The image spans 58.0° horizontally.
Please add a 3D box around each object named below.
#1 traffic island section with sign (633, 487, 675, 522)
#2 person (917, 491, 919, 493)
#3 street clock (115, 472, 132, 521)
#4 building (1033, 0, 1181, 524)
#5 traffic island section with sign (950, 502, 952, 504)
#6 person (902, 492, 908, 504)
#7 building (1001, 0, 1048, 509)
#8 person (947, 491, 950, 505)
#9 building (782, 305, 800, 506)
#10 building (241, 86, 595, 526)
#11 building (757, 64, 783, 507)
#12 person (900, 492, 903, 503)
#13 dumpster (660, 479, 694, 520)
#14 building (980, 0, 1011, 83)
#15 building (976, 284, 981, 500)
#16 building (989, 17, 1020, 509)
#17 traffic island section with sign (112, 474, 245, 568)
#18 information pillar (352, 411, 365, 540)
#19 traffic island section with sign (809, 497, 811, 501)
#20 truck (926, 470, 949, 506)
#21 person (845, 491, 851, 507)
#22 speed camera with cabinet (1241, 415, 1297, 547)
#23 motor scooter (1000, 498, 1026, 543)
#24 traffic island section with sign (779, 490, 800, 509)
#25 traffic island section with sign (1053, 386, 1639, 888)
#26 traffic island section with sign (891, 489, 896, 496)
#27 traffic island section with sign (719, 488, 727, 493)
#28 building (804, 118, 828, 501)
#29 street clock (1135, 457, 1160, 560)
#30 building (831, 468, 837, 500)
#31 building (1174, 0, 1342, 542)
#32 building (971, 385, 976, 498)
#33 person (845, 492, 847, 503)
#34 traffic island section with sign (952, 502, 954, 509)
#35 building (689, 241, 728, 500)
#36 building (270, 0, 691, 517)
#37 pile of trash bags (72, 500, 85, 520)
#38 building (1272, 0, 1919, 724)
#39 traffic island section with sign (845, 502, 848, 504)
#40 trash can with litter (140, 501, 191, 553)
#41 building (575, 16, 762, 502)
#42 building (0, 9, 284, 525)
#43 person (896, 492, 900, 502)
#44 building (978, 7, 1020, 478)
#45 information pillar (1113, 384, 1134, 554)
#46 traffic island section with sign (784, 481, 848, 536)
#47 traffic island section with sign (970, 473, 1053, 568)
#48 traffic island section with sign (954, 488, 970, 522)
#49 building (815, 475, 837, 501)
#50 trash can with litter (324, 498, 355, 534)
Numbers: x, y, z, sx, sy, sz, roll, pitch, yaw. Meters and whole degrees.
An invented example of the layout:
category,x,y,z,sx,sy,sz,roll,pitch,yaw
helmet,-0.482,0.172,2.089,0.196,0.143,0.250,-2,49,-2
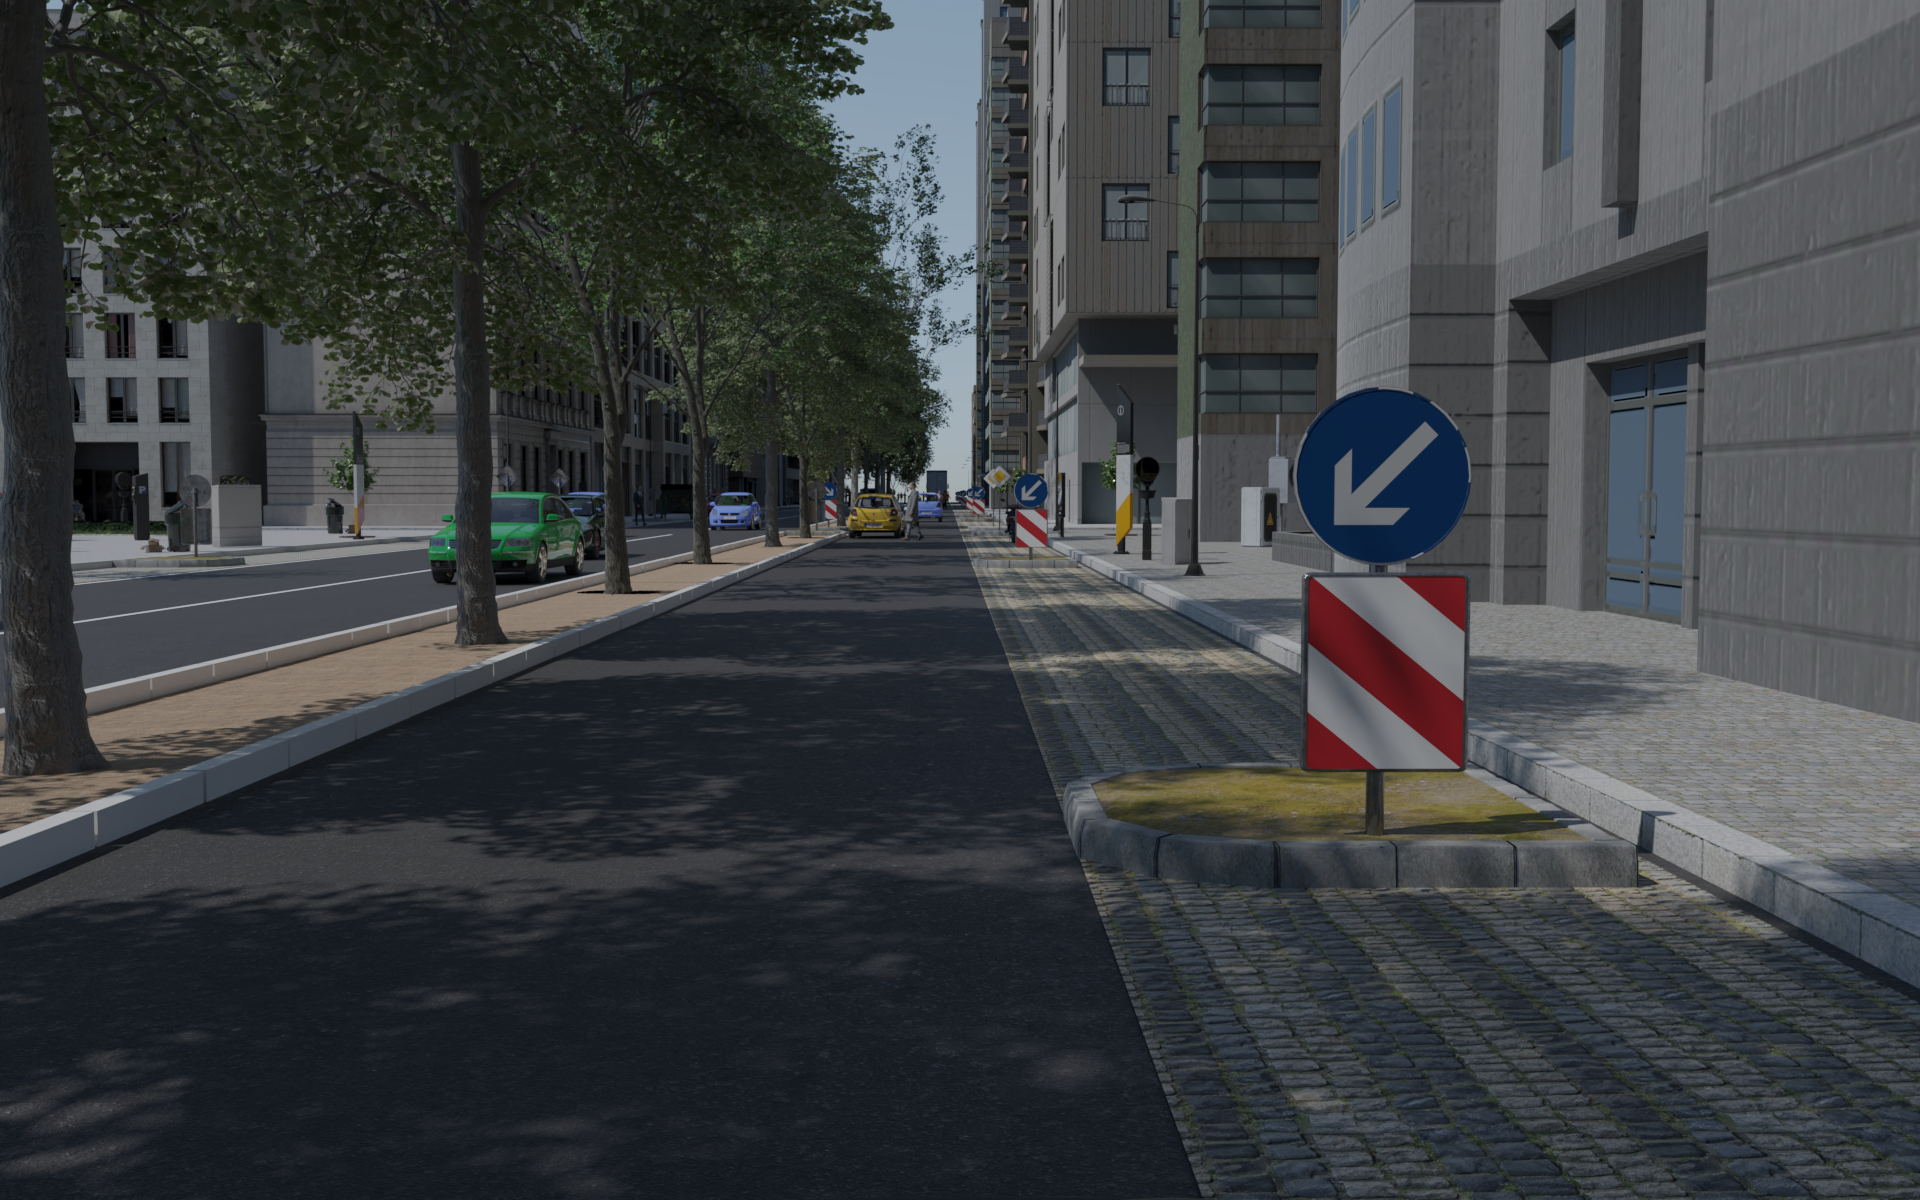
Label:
category,x,y,z,sx,sy,sz,roll,pitch,yaw
traffic island section with sign,-15.835,-4.966,89.826,1.989,1.847,2.006,0,4,0
person,-4.084,-9.447,163.673,0.721,1.735,1.217,1,4,13
street clock,-27.886,-3.254,57.776,0.358,2.002,0.471,3,4,38
building,17.133,-30.188,82.814,27.495,52.752,28.713,0,4,0
traffic island section with sign,0.251,-9.726,167.643,1.989,1.847,2.006,0,4,0
person,-7.802,-14.540,246.215,0.705,1.826,1.348,3,4,37
building,14.326,-28.954,128.017,22.147,44.769,28.867,0,4,0
person,-1.643,-13.712,232.627,0.705,1.831,1.348,-1,4,-21
building,-29.470,-34.977,195.568,21.300,48.544,21.600,0,4,0
building,-22.994,-13.005,77.254,10.561,19.102,19.286,0,4,0
building,-29.403,-38.406,169.933,21.231,58.520,28.212,0,4,0
person,-9.853,-17.300,291.448,1.348,1.812,0.705,-1,4,-20
dumpster,-15.693,-5.588,96.315,1.985,2.255,1.502,0,3,0
building,12.995,-40.494,204.074,21.231,58.520,28.212,0,4,0
building,9.193,-28.533,238.216,14.160,30.474,14.107,0,4,0
building,9.587,-28.693,152.727,14.154,41.232,14.086,0,4,0
traffic island section with sign,-15.407,-1.578,34.422,1.989,1.847,2.006,0,4,0
information pillar,-16.990,-3.521,48.926,0.183,3.616,0.504,0,4,5
traffic island section with sign,-16.623,-11.382,194.726,1.989,1.847,2.006,0,4,0
truck,-2.757,-13.450,208.827,2.839,4.237,11.283,0,4,0
person,-12.443,-11.456,195.822,1.348,1.821,0.705,3,5,44
speed camera with cabinet,7.650,-2.947,42.519,0.660,3.252,2.038,3,4,38
motor scooter,1.598,-2.329,50.854,0.815,1.314,1.986,0,4,0
traffic island section with sign,-16.409,-9.699,167.214,1.989,1.847,2.006,0,4,0
traffic island section with sign,1.455,0.088,7.197,1.989,1.847,2.006,0,4,0
traffic island section with sign,-5.638,-8.223,142.585,2.006,1.907,1.989,0,4,0
traffic island section with sign,-16.035,-6.615,116.780,1.989,1.847,2.006,0,4,0
building,-32.509,-39.747,239.100,28.713,52.752,27.495,0,4,0
street clock,3.631,-1.775,33.591,0.471,2.002,0.358,0,4,6
building,-27.418,-37.127,290.624,14.154,41.232,14.086,0,4,0
building,13.384,-17.160,52.267,14.160,30.474,14.107,0,4,0
building,15.877,-27.119,288.429,27.650,21.520,28.899,0,4,0
person,-17.312,-15.566,263.666,0.551,1.740,0.621,1,4,19
traffic island section with sign,0.629,-6.646,117.287,1.989,1.847,2.006,0,4,0
building,-23.712,-18.566,132.435,11.050,23.489,19.941,0,4,0
building,-28.369,-18.314,103.957,19.350,26.468,34.151,0,4,0
pile of trash bags,-31.080,-2.960,58.147,3.447,1.369,1.912,0,4,4
building,15.749,-29.285,20.809,21.231,58.520,28.212,0,4,0
traffic island section with sign,-17.236,-16.410,276.937,1.989,1.847,2.006,0,4,0
trash can with litter,-17.441,-1.636,38.141,1.055,1.170,0.624,-3,4,-39
building,-24.896,-30.526,149.202,14.600,45.320,14.200,0,4,0
building,-37.468,-13.279,71.859,16.860,20.320,10.420,0,4,0
person,-9.405,-15.667,265.587,0.756,1.711,0.436,-2,4,-30
building,13.900,-33.974,175.090,23.786,49.044,30.456,0,4,0
information pillar,3.494,-2.781,36.827,0.183,3.616,0.504,-2,4,-33
traffic island section with sign,-5.021,-3.175,60.041,2.006,1.907,1.989,0,4,0
traffic island section with sign,1.261,-1.561,34.152,1.989,1.847,2.006,0,4,0
traffic island section with sign,0.837,-4.941,89.406,1.989,1.847,2.006,0,4,0
building,-30.195,-37.530,268.242,22.147,44.769,28.867,0,4,0
trash can with litter,-19.924,-2.721,55.877,1.055,1.170,0.624,-2,4,-29
